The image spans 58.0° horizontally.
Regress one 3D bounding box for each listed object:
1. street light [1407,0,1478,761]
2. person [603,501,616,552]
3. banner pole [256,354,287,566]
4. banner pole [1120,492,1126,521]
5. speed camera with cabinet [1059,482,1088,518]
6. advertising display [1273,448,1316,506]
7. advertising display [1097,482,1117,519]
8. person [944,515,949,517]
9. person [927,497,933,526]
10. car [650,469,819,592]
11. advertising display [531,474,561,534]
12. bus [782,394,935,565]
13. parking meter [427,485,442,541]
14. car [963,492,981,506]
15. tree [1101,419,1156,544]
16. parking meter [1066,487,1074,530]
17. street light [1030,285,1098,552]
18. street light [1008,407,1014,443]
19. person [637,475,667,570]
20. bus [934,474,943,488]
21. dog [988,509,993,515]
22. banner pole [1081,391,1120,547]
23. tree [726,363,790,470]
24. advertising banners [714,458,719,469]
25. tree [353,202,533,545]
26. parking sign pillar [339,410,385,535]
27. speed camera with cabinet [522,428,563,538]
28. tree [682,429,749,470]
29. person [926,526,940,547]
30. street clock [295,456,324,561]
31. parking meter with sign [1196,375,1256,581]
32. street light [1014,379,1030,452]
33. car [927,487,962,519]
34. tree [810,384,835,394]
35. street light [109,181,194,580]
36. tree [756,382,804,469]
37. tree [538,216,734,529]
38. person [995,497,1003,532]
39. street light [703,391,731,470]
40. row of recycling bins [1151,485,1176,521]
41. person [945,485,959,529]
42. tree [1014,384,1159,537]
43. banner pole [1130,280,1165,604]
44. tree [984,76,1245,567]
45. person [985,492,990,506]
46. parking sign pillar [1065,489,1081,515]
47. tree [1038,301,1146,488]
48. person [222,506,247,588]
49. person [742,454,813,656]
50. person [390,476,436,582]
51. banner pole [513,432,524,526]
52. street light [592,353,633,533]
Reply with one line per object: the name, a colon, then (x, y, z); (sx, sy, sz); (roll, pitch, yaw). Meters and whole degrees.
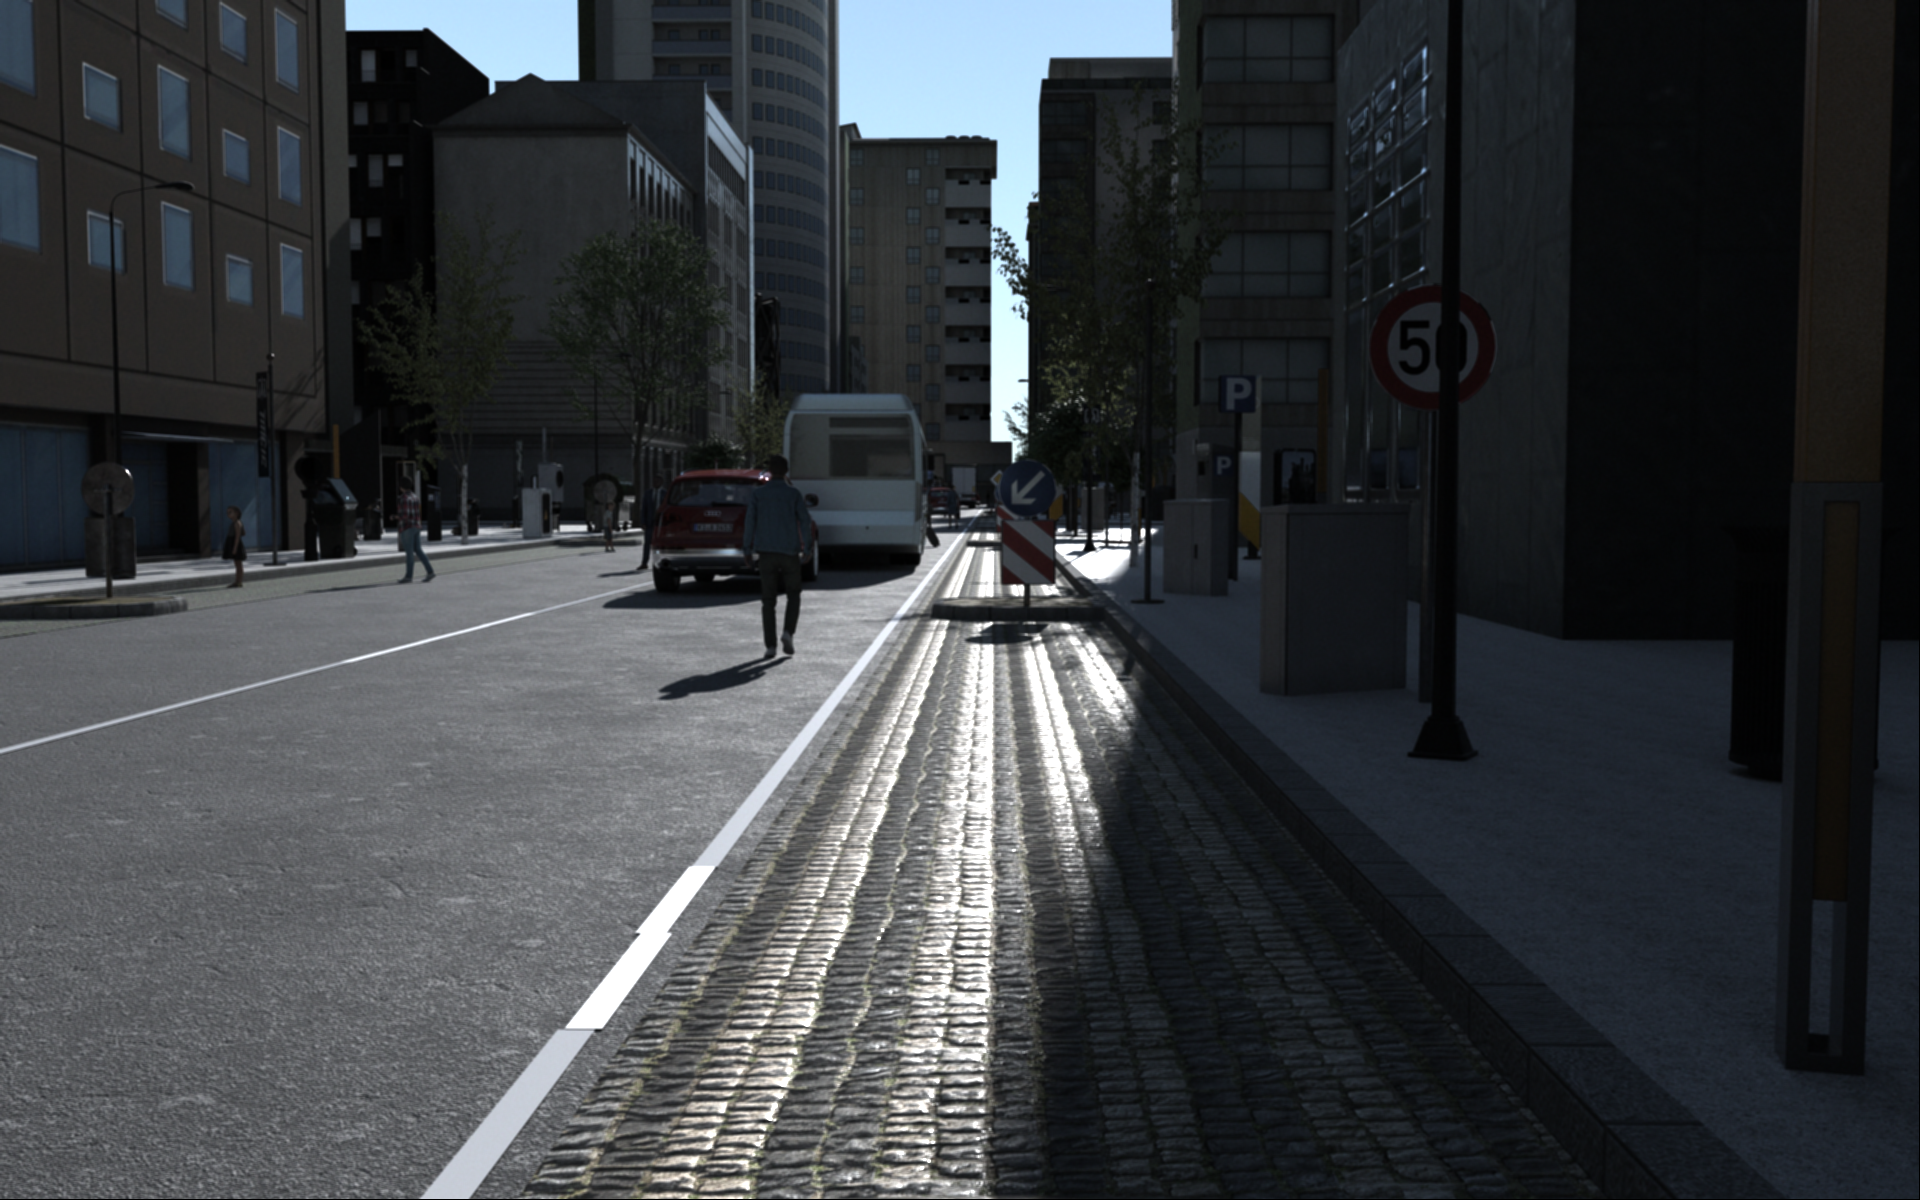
street light: (1.828, -2.189, 8.334); (1.470, 5.913, 1.316); (0, 4, 1)
person: (-8.641, -1.807, 42.728); (0.352, 1.250, 0.332); (2, 4, 23)
banner pole: (-12.458, -2.516, 31.154); (0.401, 3.779, 0.863); (-3, 5, -44)
banner pole: (7.706, -5.699, 83.194); (0.401, 3.779, 0.863); (-1, 4, -20)
speed camera with cabinet: (6.130, -6.123, 94.442); (2.038, 3.252, 0.660); (-3, 4, -37)
advertising display: (4.756, -1.187, 24.623); (0.123, 1.923, 0.974); (3, 5, 41)
advertising display: (7.442, -5.046, 87.709); (0.974, 1.923, 0.123); (0, 4, 7)
person: (-0.776, -6.022, 107.162); (0.606, 1.804, 0.583); (-2, 4, -28)
person: (-1.258, -3.312, 66.922); (0.475, 1.303, 0.640); (0, 4, 5)
car: (-3.402, -1.111, 26.846); (2.281, 1.827, 5.304); (0, 4, 1)
advertising display: (-14.056, -3.277, 58.791); (0.974, 1.923, 0.123); (-2, 4, -30)
bus: (-2.049, -2.661, 38.368); (2.948, 3.499, 13.247); (0, 4, -1)
parking meter: (-14.394, -2.385, 47.411); (0.372, 1.533, 0.369); (0, 3, 0)
car: (1.450, -12.595, 214.604); (2.281, 1.827, 5.304); (0, 4, 3)
tree: (4.316, -3.077, 44.903); (1.663, 3.219, 1.824); (0, 3, 0)
parking meter: (3.960, -3.259, 61.693); (0.372, 1.533, 0.369); (0, 3, 0)
street light: (2.360, -4.041, 38.611); (1.470, 5.913, 1.316); (0, 4, 1)
street light: (3.428, -7.314, 92.131); (1.470, 5.913, 1.316); (0, 4, 1)
person: (-5.822, -1.491, 33.053); (0.721, 1.800, 0.419); (-1, 4, -11)
bus: (-3.636, -13.270, 208.504); (2.896, 3.916, 12.252); (0, 4, 3)
dog: (1.881, -5.404, 107.648); (0.540, 0.507, 0.406); (2, 4, 27)
banner pole: (3.360, -3.190, 42.180); (0.863, 3.779, 0.401); (1, 4, 20)
tree: (-11.367, -9.018, 97.800); (4.360, 8.622, 3.978); (0, 3, 0)
advertising banners: (-12.110, -5.380, 84.156); (0.090, 3.025, 2.074); (1, 4, 15)
tree: (-12.700, -5.705, 43.642); (4.737, 8.622, 4.395); (0, 3, 0)
parking sign pillar: (-19.179, -4.090, 55.345); (1.447, 3.967, 1.447); (-1, 4, -13)
speed camera with cabinet: (-12.257, -3.461, 50.919); (0.660, 3.252, 2.038); (0, 4, 6)
tree: (-12.446, -6.379, 88.010); (4.285, 4.588, 4.351); (0, 3, 0)
person: (-1.286, -2.314, 46.545); (1.509, 1.804, 0.699); (-1, 4, -11)
street clock: (-12.416, -1.744, 33.085); (0.358, 2.002, 0.471); (3, 5, 44)
parking meter with sign: (3.908, -1.838, 26.307); (0.543, 3.016, 1.738); (-1, 4, -11)
street light: (3.030, -5.968, 70.124); (1.470, 5.913, 1.316); (0, 4, 1)
car: (-1.016, -5.613, 100.448); (2.281, 1.827, 5.304); (0, 4, -1)
tree: (-10.738, -13.021, 147.301); (7.601, 10.594, 8.767); (2, 4, 34)
street light: (-12.086, -3.264, 25.906); (1.470, 5.913, 1.316); (0, 4, 1)
tree: (-11.703, -10.000, 113.855); (4.737, 8.622, 4.395); (0, 3, 0)
tree: (-11.978, -8.485, 64.491); (9.928, 11.665, 9.643); (0, 3, 0)
person: (1.570, -3.429, 65.565); (0.512, 1.701, 0.522); (0, 4, 1)
street light: (-11.031, -6.475, 78.406); (1.470, 5.913, 1.316); (0, 4, 1)
row of recycling bins: (9.827, -4.679, 83.618); (1.069, 1.692, 3.534); (1, 4, 15)
person: (-0.317, -3.826, 71.076); (0.581, 1.822, 0.654); (-1, 4, -21)
tree: (3.405, -4.181, 52.080); (4.285, 4.588, 4.351); (0, 3, 0)
banner pole: (2.230, -1.869, 20.581); (0.401, 3.779, 0.863); (0, 4, 4)
tree: (2.876, -4.897, 30.423); (4.737, 8.622, 4.395); (0, 3, 0)
person: (3.169, -11.704, 200.683); (0.721, 1.723, 1.217); (2, 4, 24)
parking sign pillar: (6.980, -7.250, 107.002); (1.447, 3.967, 1.447); (-2, 4, -24)
tree: (4.919, -7.046, 65.566); (4.360, 8.622, 3.978); (0, 3, 0)
person: (-11.084, -0.811, 26.432); (0.373, 1.253, 0.362); (-2, 4, -33)
person: (-1.602, -0.391, 15.244); (0.601, 1.785, 0.444); (0, 4, -2)
person: (-8.936, -1.157, 28.247); (0.643, 1.720, 0.563); (0, 4, 8)
banner pole: (-17.941, -4.910, 70.288); (0.401, 3.779, 0.863); (-3, 5, -45)
street light: (-11.497, -5.184, 57.294); (1.470, 5.913, 1.316); (0, 4, 1)
